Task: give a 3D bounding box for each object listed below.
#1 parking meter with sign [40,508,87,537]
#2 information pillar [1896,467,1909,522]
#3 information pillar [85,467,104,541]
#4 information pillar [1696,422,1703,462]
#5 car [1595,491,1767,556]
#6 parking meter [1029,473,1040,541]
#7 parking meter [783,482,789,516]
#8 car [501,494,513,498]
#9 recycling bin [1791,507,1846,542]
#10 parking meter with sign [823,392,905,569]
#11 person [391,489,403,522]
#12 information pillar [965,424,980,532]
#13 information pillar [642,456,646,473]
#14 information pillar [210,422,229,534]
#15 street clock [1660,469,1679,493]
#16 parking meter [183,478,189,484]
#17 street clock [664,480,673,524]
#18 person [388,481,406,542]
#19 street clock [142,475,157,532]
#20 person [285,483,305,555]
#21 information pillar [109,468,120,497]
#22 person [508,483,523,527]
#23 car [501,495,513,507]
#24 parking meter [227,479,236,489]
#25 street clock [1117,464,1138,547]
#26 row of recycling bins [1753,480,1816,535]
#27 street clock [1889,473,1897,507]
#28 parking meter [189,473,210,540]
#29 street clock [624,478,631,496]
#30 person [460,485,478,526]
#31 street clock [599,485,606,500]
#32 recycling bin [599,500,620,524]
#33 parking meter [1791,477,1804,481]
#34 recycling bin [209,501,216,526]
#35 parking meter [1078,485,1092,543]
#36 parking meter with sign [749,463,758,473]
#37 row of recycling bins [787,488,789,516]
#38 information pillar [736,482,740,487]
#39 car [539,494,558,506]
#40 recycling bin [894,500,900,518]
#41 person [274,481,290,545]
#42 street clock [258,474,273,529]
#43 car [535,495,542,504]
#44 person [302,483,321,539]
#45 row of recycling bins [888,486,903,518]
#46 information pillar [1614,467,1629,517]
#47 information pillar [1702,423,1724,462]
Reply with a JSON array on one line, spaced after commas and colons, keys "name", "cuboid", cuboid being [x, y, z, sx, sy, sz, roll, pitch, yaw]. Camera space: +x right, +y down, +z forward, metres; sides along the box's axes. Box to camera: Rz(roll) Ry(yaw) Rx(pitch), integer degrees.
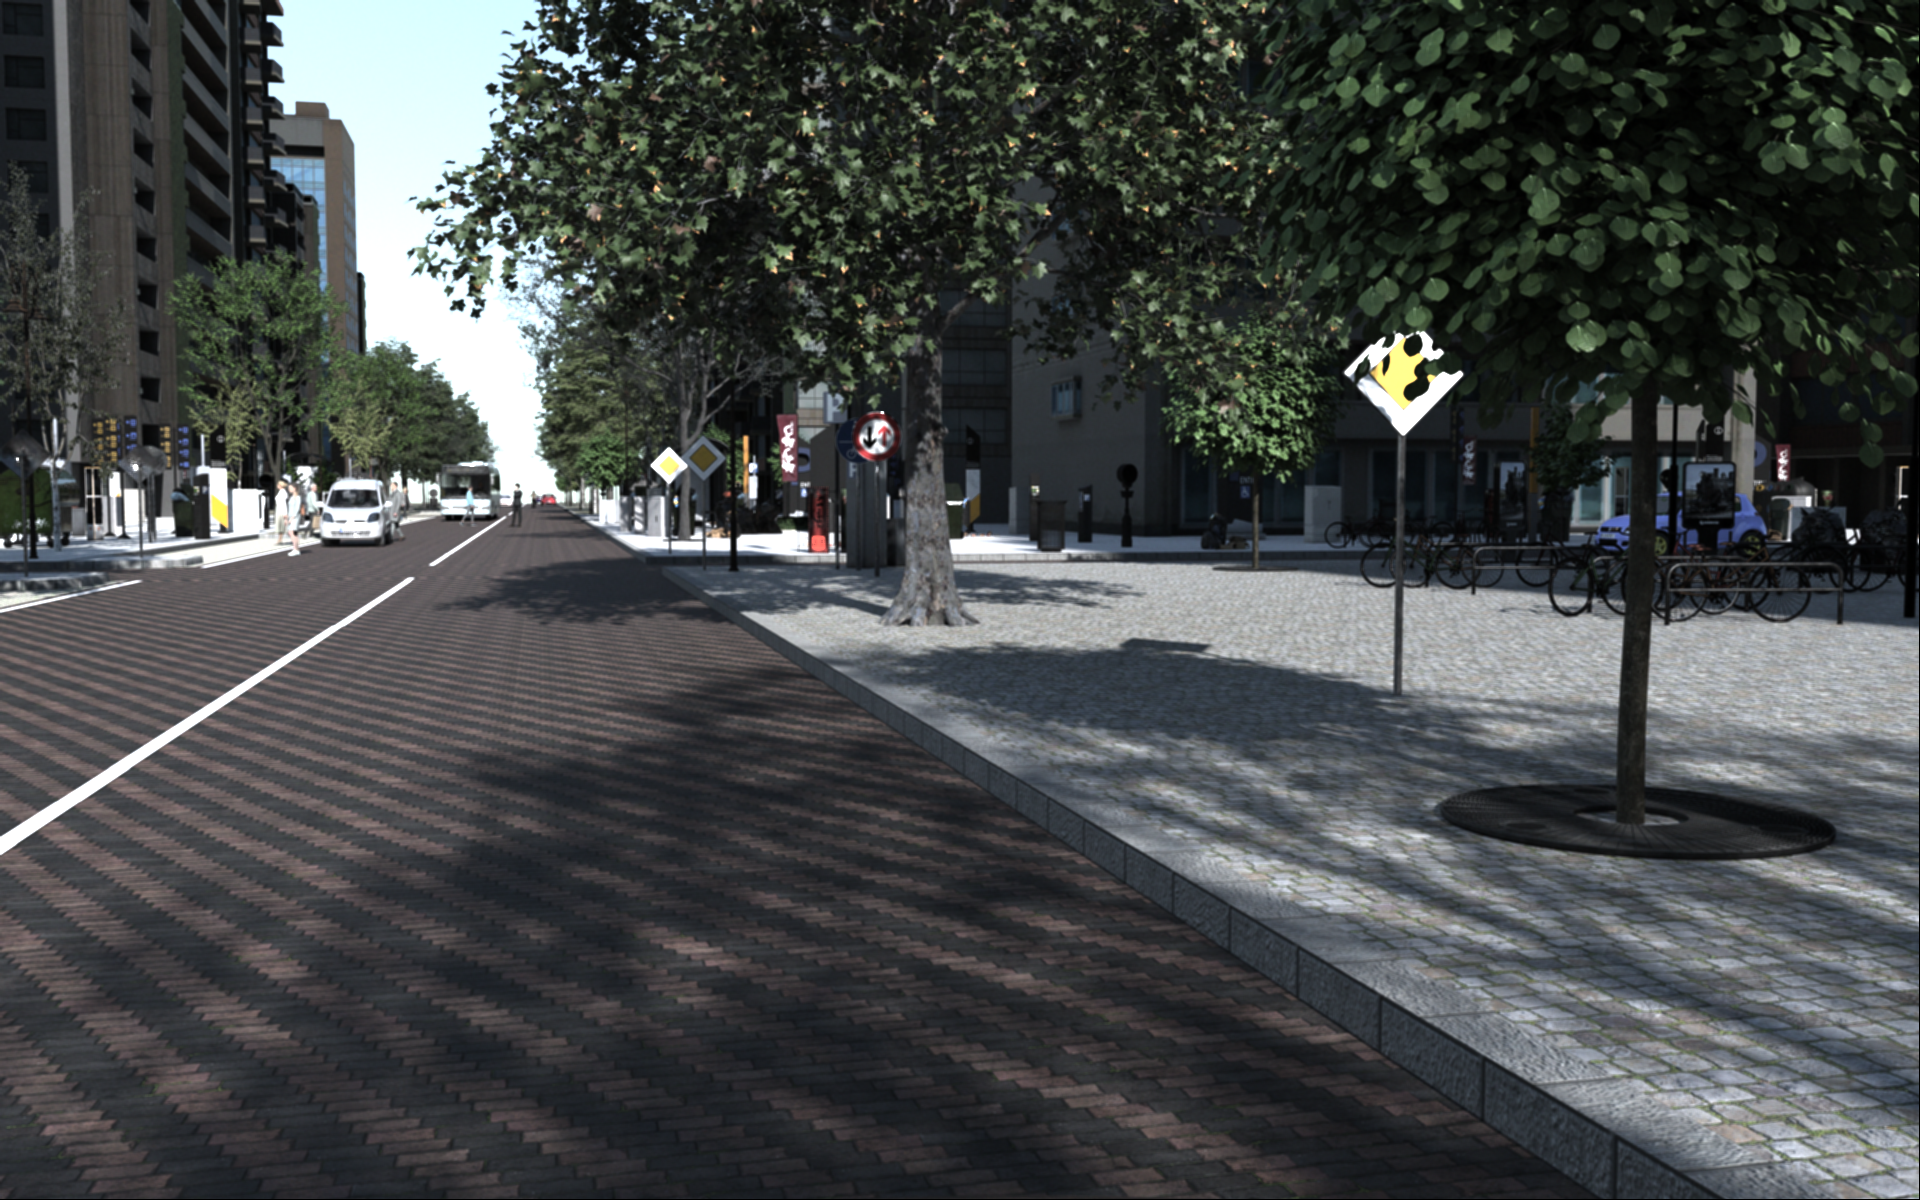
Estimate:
[{"name": "parking meter with sign", "cuboid": [-27.309, -3.416, 52.118, 1.738, 3.016, 0.543, -1, 4, -18]}, {"name": "information pillar", "cuboid": [25.230, -2.558, 46.319, 0.304, 2.012, 0.304, 1, 4, 12]}, {"name": "information pillar", "cuboid": [-23.757, -2.632, 47.530, 0.304, 2.012, 0.304, 2, 4, 24]}, {"name": "information pillar", "cuboid": [23.116, -3.840, 54.137, 0.183, 3.616, 0.504, 3, 5, 43]}, {"name": "car", "cuboid": [16.141, -1.792, 38.888, 3.694, 1.707, 1.945, -1, 4, -14]}, {"name": "parking meter", "cuboid": [2.038, -2.545, 47.328, 0.255, 1.863, 0.399, 0, 4, -3]}, {"name": "parking meter", "cuboid": [-8.426, -4.791, 84.039, 0.255, 1.863, 0.399, 1, 4, 13]}, {"name": "car", "cuboid": [-54.655, -12.109, 207.764, 2.009, 1.686, 4.222, -1, 4, -14]}, {"name": "recycling bin", "cuboid": [17.014, -1.332, 34.338, 0.722, 1.027, 0.722, -2, 4, -26]}, {"name": "parking meter with sign", "cuboid": [-1.599, -2.072, 30.137, 0.543, 3.016, 1.738, 3, 4, 36]}, {"name": "person", "cuboid": [-28.773, -4.860, 88.301, 0.623, 1.781, 0.721, 2, 4, 24]}, {"name": "information pillar", "cuboid": [0.431, -4.085, 58.142, 0.504, 3.616, 0.183, 1, 4, 9]}, {"name": "information pillar", "cuboid": [-19.165, -6.942, 104.849, 0.504, 3.616, 0.183, 2, 4, 33]}, {"name": "information pillar", "cuboid": [-24.072, -3.970, 56.270, 0.504, 3.616, 0.183, -2, 4, -26]}, {"name": "street clock", "cuboid": [20.453, -2.778, 49.989, 0.471, 2.002, 0.358, 2, 4, 34]}, {"name": "parking meter", "cuboid": [-28.128, -3.518, 63.236, 0.255, 1.863, 0.399, 1, 4, 11]}, {"name": "street clock", "cuboid": [-12.492, -4.272, 74.411, 0.358, 2.002, 0.471, 2, 4, 31]}, {"name": "person", "cuboid": [-17.122, -2.677, 52.370, 0.767, 1.812, 0.694, -3, 4, -36]}, {"name": "street clock", "cuboid": [-27.215, -3.279, 58.189, 0.471, 2.002, 0.358, -1, 4, -18]}, {"name": "person", "cuboid": [-15.648, -1.909, 40.718, 0.512, 1.701, 0.522, 3, 5, 44]}, {"name": "information pillar", "cuboid": [-32.109, -4.548, 65.716, 0.504, 3.616, 0.183, 2, 4, 24]}, {"name": "person", "cuboid": [-19.426, -4.154, 75.778, 0.648, 1.900, 0.474, 3, 4, 38]}, {"name": "car", "cuboid": [-51.441, -11.201, 195.494, 2.083, 1.381, 4.827, -1, 4, -13]}, {"name": "parking meter", "cuboid": [-28.686, -3.815, 68.083, 0.399, 1.863, 0.255, 1, 4, 22]}, {"name": "street clock", "cuboid": [4.035, -2.280, 41.850, 0.471, 2.002, 0.358, -2, 4, -32]}, {"name": "row of recycling bins", "cuboid": [25.595, -2.854, 53.779, 1.069, 1.692, 3.534, 0, 4, 7]}, {"name": "street clock", "cuboid": [32.535, -3.407, 60.274, 0.358, 2.002, 0.471, 0, 4, 2]}, {"name": "parking meter", "cuboid": [-21.436, -2.644, 48.945, 0.255, 1.863, 0.399, 1, 4, 20]}, {"name": "street clock", "cuboid": [-14.532, -4.366, 75.947, 0.358, 2.002, 0.471, -1, 4, -17]}, {"name": "person", "cuboid": [-22.175, -4.270, 78.178, 0.748, 1.841, 0.638, 0, 4, 0]}, {"name": "street clock", "cuboid": [-20.156, -5.701, 97.780, 0.471, 2.002, 0.358, 3, 4, 38]}, {"name": "recycling bin", "cuboid": [-15.042, -3.790, 74.526, 0.722, 1.027, 0.722, 1, 4, 16]}, {"name": "parking meter", "cuboid": [28.314, -3.238, 58.659, 0.399, 1.863, 0.255, 3, 5, 41]}, {"name": "recycling bin", "cuboid": [-30.564, -3.510, 69.936, 0.722, 1.027, 0.722, 1, 4, 18]}, {"name": "parking meter", "cuboid": [3.319, -2.295, 45.938, 0.372, 1.533, 0.369, 0, 3, 0]}, {"name": "parking meter with sign", "cuboid": [-11.728, -6.139, 96.626, 0.543, 3.016, 1.738, 0, 4, 7]}, {"name": "row of recycling bins", "cuboid": [-6.214, -4.315, 77.667, 3.534, 1.692, 1.069, 2, 4, 25]}, {"name": "information pillar", "cuboid": [-13.358, -6.070, 103.732, 0.304, 2.012, 0.304, -3, 4, -36]}, {"name": "car", "cuboid": [-49.722, -12.244, 209.227, 2.155, 1.783, 4.494, -1, 4, -14]}, {"name": "recycling bin", "cuboid": [-2.492, -3.840, 75.342, 0.722, 1.027, 0.722, 0, 4, 5]}, {"name": "person", "cuboid": [-18.789, -2.413, 48.186, 0.641, 1.798, 0.478, 0, 3, 0]}, {"name": "street clock", "cuboid": [-25.364, -3.592, 63.300, 0.471, 2.002, 0.358, -2, 4, -27]}, {"name": "car", "cuboid": [-62.471, -15.031, 258.331, 1.945, 1.354, 3.894, -1, 4, -15]}, {"name": "person", "cuboid": [-20.437, -2.794, 54.667, 0.515, 1.767, 0.782, -3, 5, -40]}, {"name": "row of recycling bins", "cuboid": [-2.980, -5.194, 92.039, 1.069, 1.692, 3.534, 1, 4, 19]}, {"name": "information pillar", "cuboid": [18.160, -2.635, 47.567, 0.304, 2.012, 0.304, 2, 4, 33]}, {"name": "information pillar", "cuboid": [21.282, -3.517, 48.861, 0.504, 3.616, 0.183, 1, 4, 18]}]
